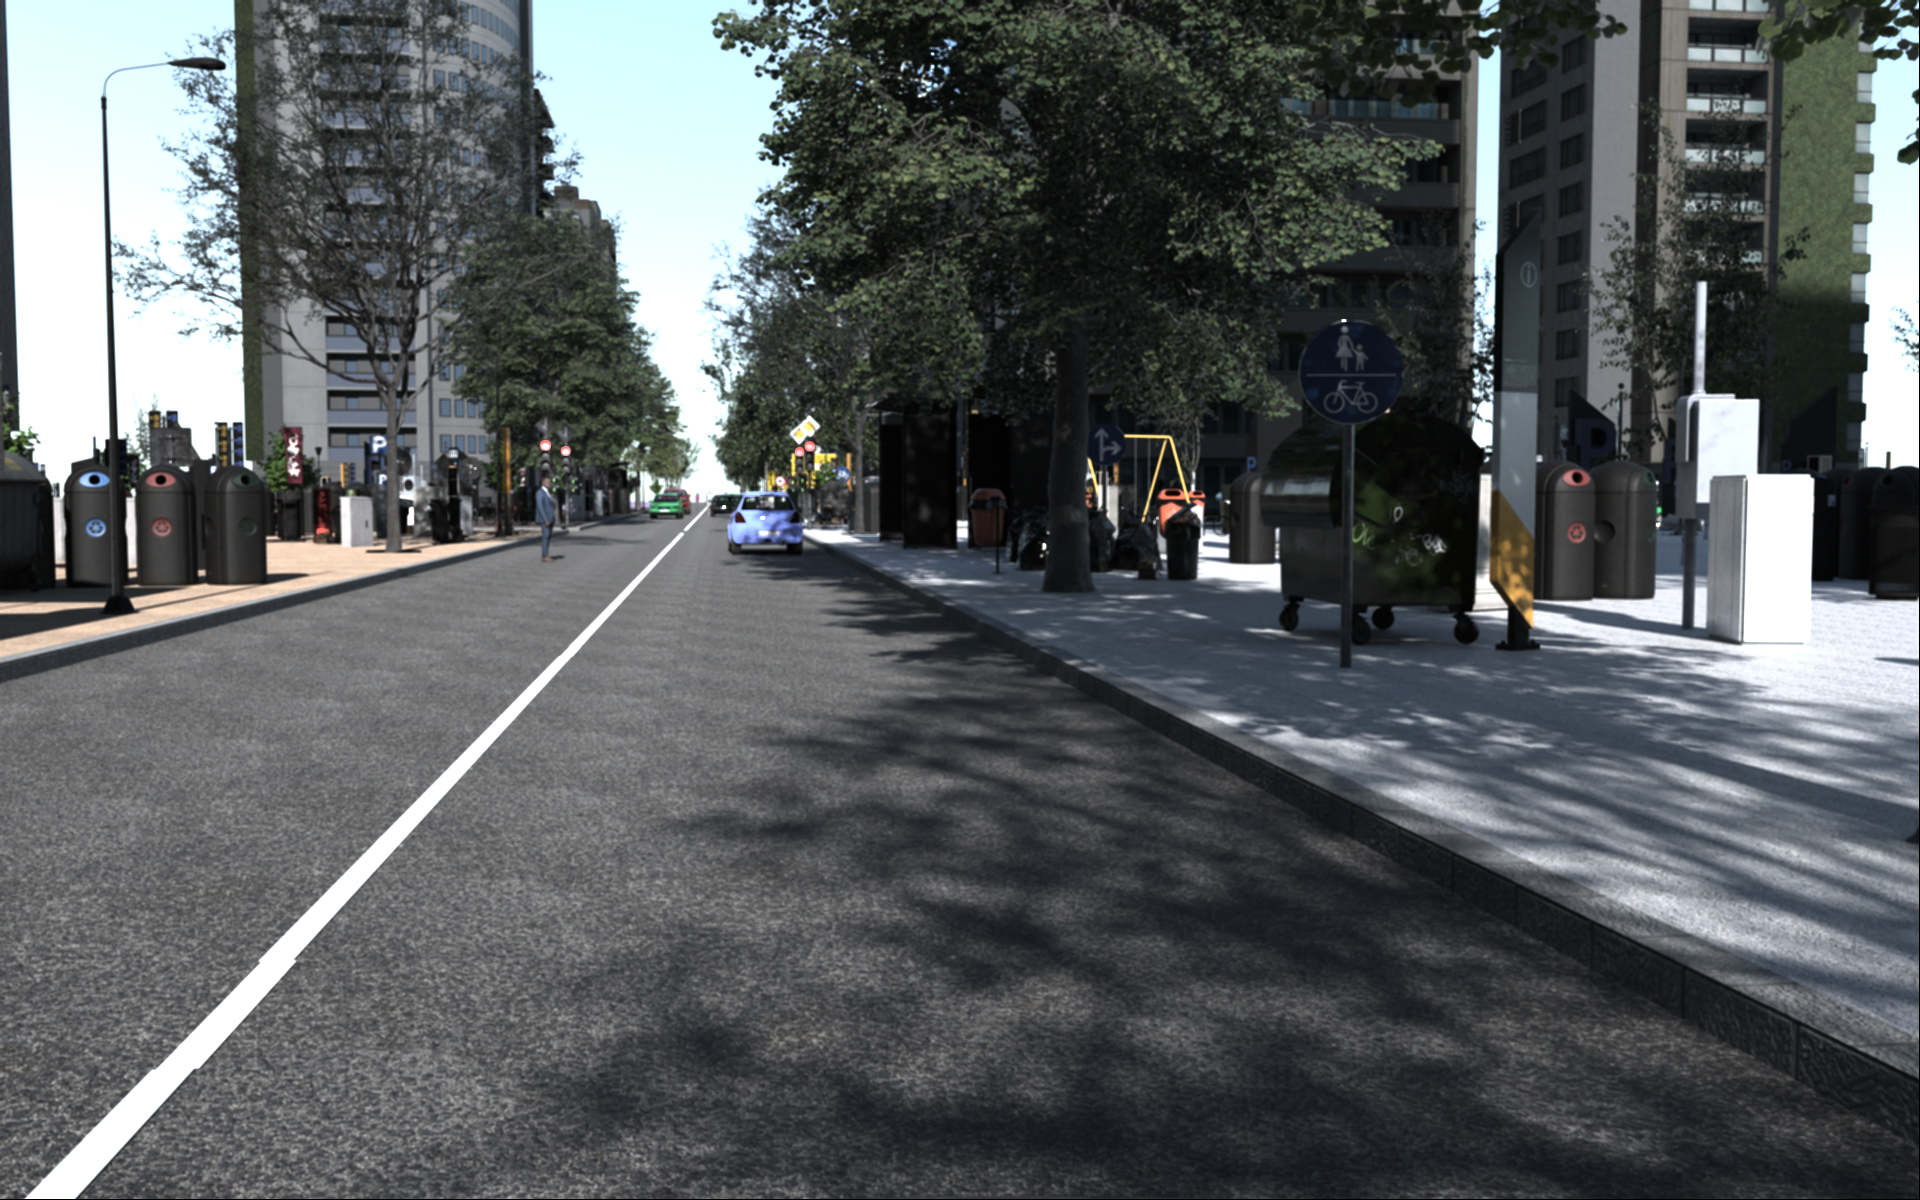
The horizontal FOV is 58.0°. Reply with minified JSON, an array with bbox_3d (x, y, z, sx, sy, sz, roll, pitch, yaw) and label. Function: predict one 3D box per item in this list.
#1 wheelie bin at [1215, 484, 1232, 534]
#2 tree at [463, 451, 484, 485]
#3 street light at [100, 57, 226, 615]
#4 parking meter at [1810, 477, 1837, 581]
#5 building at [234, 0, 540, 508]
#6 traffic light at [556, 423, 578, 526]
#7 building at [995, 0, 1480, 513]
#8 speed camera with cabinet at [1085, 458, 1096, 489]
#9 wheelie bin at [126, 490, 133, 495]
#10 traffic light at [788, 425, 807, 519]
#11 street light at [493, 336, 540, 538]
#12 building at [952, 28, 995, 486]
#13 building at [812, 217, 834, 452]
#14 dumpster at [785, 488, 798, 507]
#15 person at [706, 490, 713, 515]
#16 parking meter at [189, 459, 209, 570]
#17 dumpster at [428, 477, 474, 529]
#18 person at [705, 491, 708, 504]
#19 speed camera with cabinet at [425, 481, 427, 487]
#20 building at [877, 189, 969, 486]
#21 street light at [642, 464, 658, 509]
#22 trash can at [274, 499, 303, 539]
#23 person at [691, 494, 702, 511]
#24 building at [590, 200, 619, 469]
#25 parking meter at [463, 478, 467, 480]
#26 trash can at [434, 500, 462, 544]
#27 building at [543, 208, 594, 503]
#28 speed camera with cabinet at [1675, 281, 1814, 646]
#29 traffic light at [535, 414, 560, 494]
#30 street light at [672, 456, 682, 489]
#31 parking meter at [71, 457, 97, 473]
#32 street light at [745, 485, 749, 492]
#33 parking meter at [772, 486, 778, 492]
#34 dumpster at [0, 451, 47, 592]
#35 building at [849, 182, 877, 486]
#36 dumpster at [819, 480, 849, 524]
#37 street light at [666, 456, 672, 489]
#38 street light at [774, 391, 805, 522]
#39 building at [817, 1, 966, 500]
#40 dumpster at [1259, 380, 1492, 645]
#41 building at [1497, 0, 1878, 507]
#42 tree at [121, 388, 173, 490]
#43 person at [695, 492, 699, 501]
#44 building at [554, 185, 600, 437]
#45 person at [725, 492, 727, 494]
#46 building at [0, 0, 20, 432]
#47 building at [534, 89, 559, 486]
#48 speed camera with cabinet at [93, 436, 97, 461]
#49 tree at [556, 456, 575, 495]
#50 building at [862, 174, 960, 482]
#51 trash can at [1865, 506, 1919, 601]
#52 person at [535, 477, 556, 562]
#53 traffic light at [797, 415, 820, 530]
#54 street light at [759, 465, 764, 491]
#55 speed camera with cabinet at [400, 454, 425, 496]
[{"bbox_3d":[8.648,-2.906,55.420,0.980,1.594,0.693,0,4,-5],"label":"wheelie bin"},{"bbox_3d":[-37.896,-9.064,131.913,4.285,4.588,4.351,0,3,0],"label":"tree"},{"bbox_3d":[-8.500,-2.811,18.497,1.470,5.913,1.316,0,4,-8],"label":"street light"},{"bbox_3d":[12.711,-1.049,25.566,0.372,1.533,0.369,0,3,0],"label":"parking meter"},{"bbox_3d":[-49.961,-37.437,154.096,21.231,58.520,28.212,0,4,-8],"label":"building"},{"bbox_3d":[-15.575,-4.877,68.665,0.839,4.253,0.868,0,4,-8],"label":"traffic light"},{"bbox_3d":[12.928,-28.621,91.658,21.600,48.544,21.300,0,4,-8],"label":"building"},{"bbox_3d":[5.151,-5.096,77.651,2.038,3.252,0.660,-1,4,-12],"label":"speed camera with cabinet"},{"bbox_3d":[-61.531,-7.339,127.908,0.693,1.594,0.980,0,4,2],"label":"wheelie bin"},{"bbox_3d":[-6.503,-4.955,69.935,0.839,4.253,0.868,0,4,-8],"label":"traffic light"},{"bbox_3d":[-13.054,-4.801,51.040,1.470,5.913,1.316,0,4,-8],"label":"street light"},{"bbox_3d":[11.119,-29.002,128.812,22.147,44.769,28.867,0,4,-8],"label":"building"},{"bbox_3d":[-13.455,-41.006,290.049,23.786,49.044,30.456,0,4,-8],"label":"building"},{"bbox_3d":[-9.626,-5.897,102.180,1.264,1.857,1.865,0,4,-8],"label":"dumpster"},{"bbox_3d":[-17.186,-6.707,119.164,0.512,1.701,0.522,0,4,6],"label":"person"},{"bbox_3d":[-12.858,-1.443,29.303,0.255,1.863,0.399,-3,4,-36],"label":"parking meter"},{"bbox_3d":[-16.450,-3.068,55.926,1.264,1.857,1.865,0,4,-8],"label":"dumpster"},{"bbox_3d":[-36.291,-14.704,248.781,0.709,1.838,0.599,-3,5,-42],"label":"person"},{"bbox_3d":[-36.631,-7.648,119.374,0.660,3.252,2.038,2,4,35],"label":"speed camera with cabinet"},{"bbox_3d":[-1.177,-24.162,166.757,14.160,30.474,14.107,0,4,-8],"label":"building"},{"bbox_3d":[-25.999,-10.558,145.167,1.470,5.913,1.316,0,4,-8],"label":"street light"},{"bbox_3d":[-18.722,-2.243,48.326,0.748,1.137,0.748,0,3,0],"label":"trash can"},{"bbox_3d":[-22.558,-8.372,148.599,0.991,1.433,0.599,0,4,-1],"label":"person"},{"bbox_3d":[-68.063,-40.531,286.375,21.300,48.544,21.600,0,4,-8],"label":"building"},{"bbox_3d":[-17.490,-3.384,61.032,0.255,1.863,0.399,-1,4,-12],"label":"parking meter"},{"bbox_3d":[-13.315,-2.043,45.059,0.748,1.137,0.748,0,3,0],"label":"trash can"},{"bbox_3d":[-58.520,-34.074,240.704,14.154,41.232,14.086,0,4,-8],"label":"building"},{"bbox_3d":[7.006,-1.296,15.526,0.660,3.252,2.038,0,4,7],"label":"speed camera with cabinet"},{"bbox_3d":[-14.478,-4.394,60.755,0.839,4.253,0.868,0,4,-8],"label":"traffic light"},{"bbox_3d":[-37.367,-15.549,226.769,1.470,5.913,1.316,0,4,-8],"label":"street light"},{"bbox_3d":[-13.662,-1.303,27.008,0.399,1.863,0.255,-2,4,-26],"label":"parking meter"},{"bbox_3d":[-18.475,-11.166,155.110,1.470,5.913,1.316,0,4,-8],"label":"street light"},{"bbox_3d":[-12.830,-6.983,119.890,0.399,1.863,0.255,-1,4,-13],"label":"parking meter"},{"bbox_3d":[-12.510,-0.984,21.844,1.264,1.857,1.865,0,4,-8],"label":"dumpster"},{"bbox_3d":[-6.283,-31.835,204.104,14.154,41.232,14.086,0,4,-8],"label":"building"},{"bbox_3d":[-5.370,-4.205,74.508,1.264,1.857,1.865,0,4,-8],"label":"dumpster"},{"bbox_3d":[-30.541,-12.543,177.616,1.470,5.913,1.316,0,4,-8],"label":"street light"},{"bbox_3d":[-7.719,-6.462,78.193,1.470,5.913,1.316,0,4,-8],"label":"street light"},{"bbox_3d":[-10.141,-57.836,258.289,22.319,86.520,31.000,0,4,-8],"label":"building"},{"bbox_3d":[3.689,-0.794,15.469,1.502,2.255,1.985,0,4,-8],"label":"dumpster"},{"bbox_3d":[38.738,-25.095,93.895,14.086,41.232,14.154,0,4,-8],"label":"building"},{"bbox_3d":[-56.177,-10.377,120.033,4.360,8.622,3.978,0,3,0],"label":"tree"},{"bbox_3d":[-39.972,-15.572,263.822,1.217,1.735,0.721,0,4,-4],"label":"person"},{"bbox_3d":[-60.736,-36.967,254.524,14.600,45.320,14.200,0,4,-8],"label":"building"},{"bbox_3d":[-35.909,-15.669,265.356,0.551,1.740,0.621,3,5,45],"label":"person"},{"bbox_3d":[-30.382,-16.330,38.700,14.107,30.474,14.160,0,4,-8],"label":"building"},{"bbox_3d":[-54.494,-32.296,182.667,22.147,44.769,28.867,0,4,-8],"label":"building"},{"bbox_3d":[-28.917,-3.939,58.734,0.660,3.252,2.038,-3,5,-41],"label":"speed camera with cabinet"},{"bbox_3d":[-28.903,-8.836,128.179,4.285,4.588,4.351,0,3,0],"label":"tree"},{"bbox_3d":[5.502,-30.257,186.579,32.217,40.220,23.993,0,4,-8],"label":"building"},{"bbox_3d":[11.372,-0.571,20.994,0.748,1.137,0.748,0,3,0],"label":"trash can"},{"bbox_3d":[-8.810,-1.721,36.826,0.419,1.800,0.721,0,4,-3],"label":"person"},{"bbox_3d":[-5.406,-4.471,62.025,0.839,4.253,0.868,0,4,-8],"label":"traffic light"},{"bbox_3d":[-12.448,-8.513,111.729,1.470,5.913,1.316,0,4,-8],"label":"street light"},{"bbox_3d":[-27.883,-5.624,86.291,2.038,3.252,0.660,1,4,18],"label":"speed camera with cabinet"}]
